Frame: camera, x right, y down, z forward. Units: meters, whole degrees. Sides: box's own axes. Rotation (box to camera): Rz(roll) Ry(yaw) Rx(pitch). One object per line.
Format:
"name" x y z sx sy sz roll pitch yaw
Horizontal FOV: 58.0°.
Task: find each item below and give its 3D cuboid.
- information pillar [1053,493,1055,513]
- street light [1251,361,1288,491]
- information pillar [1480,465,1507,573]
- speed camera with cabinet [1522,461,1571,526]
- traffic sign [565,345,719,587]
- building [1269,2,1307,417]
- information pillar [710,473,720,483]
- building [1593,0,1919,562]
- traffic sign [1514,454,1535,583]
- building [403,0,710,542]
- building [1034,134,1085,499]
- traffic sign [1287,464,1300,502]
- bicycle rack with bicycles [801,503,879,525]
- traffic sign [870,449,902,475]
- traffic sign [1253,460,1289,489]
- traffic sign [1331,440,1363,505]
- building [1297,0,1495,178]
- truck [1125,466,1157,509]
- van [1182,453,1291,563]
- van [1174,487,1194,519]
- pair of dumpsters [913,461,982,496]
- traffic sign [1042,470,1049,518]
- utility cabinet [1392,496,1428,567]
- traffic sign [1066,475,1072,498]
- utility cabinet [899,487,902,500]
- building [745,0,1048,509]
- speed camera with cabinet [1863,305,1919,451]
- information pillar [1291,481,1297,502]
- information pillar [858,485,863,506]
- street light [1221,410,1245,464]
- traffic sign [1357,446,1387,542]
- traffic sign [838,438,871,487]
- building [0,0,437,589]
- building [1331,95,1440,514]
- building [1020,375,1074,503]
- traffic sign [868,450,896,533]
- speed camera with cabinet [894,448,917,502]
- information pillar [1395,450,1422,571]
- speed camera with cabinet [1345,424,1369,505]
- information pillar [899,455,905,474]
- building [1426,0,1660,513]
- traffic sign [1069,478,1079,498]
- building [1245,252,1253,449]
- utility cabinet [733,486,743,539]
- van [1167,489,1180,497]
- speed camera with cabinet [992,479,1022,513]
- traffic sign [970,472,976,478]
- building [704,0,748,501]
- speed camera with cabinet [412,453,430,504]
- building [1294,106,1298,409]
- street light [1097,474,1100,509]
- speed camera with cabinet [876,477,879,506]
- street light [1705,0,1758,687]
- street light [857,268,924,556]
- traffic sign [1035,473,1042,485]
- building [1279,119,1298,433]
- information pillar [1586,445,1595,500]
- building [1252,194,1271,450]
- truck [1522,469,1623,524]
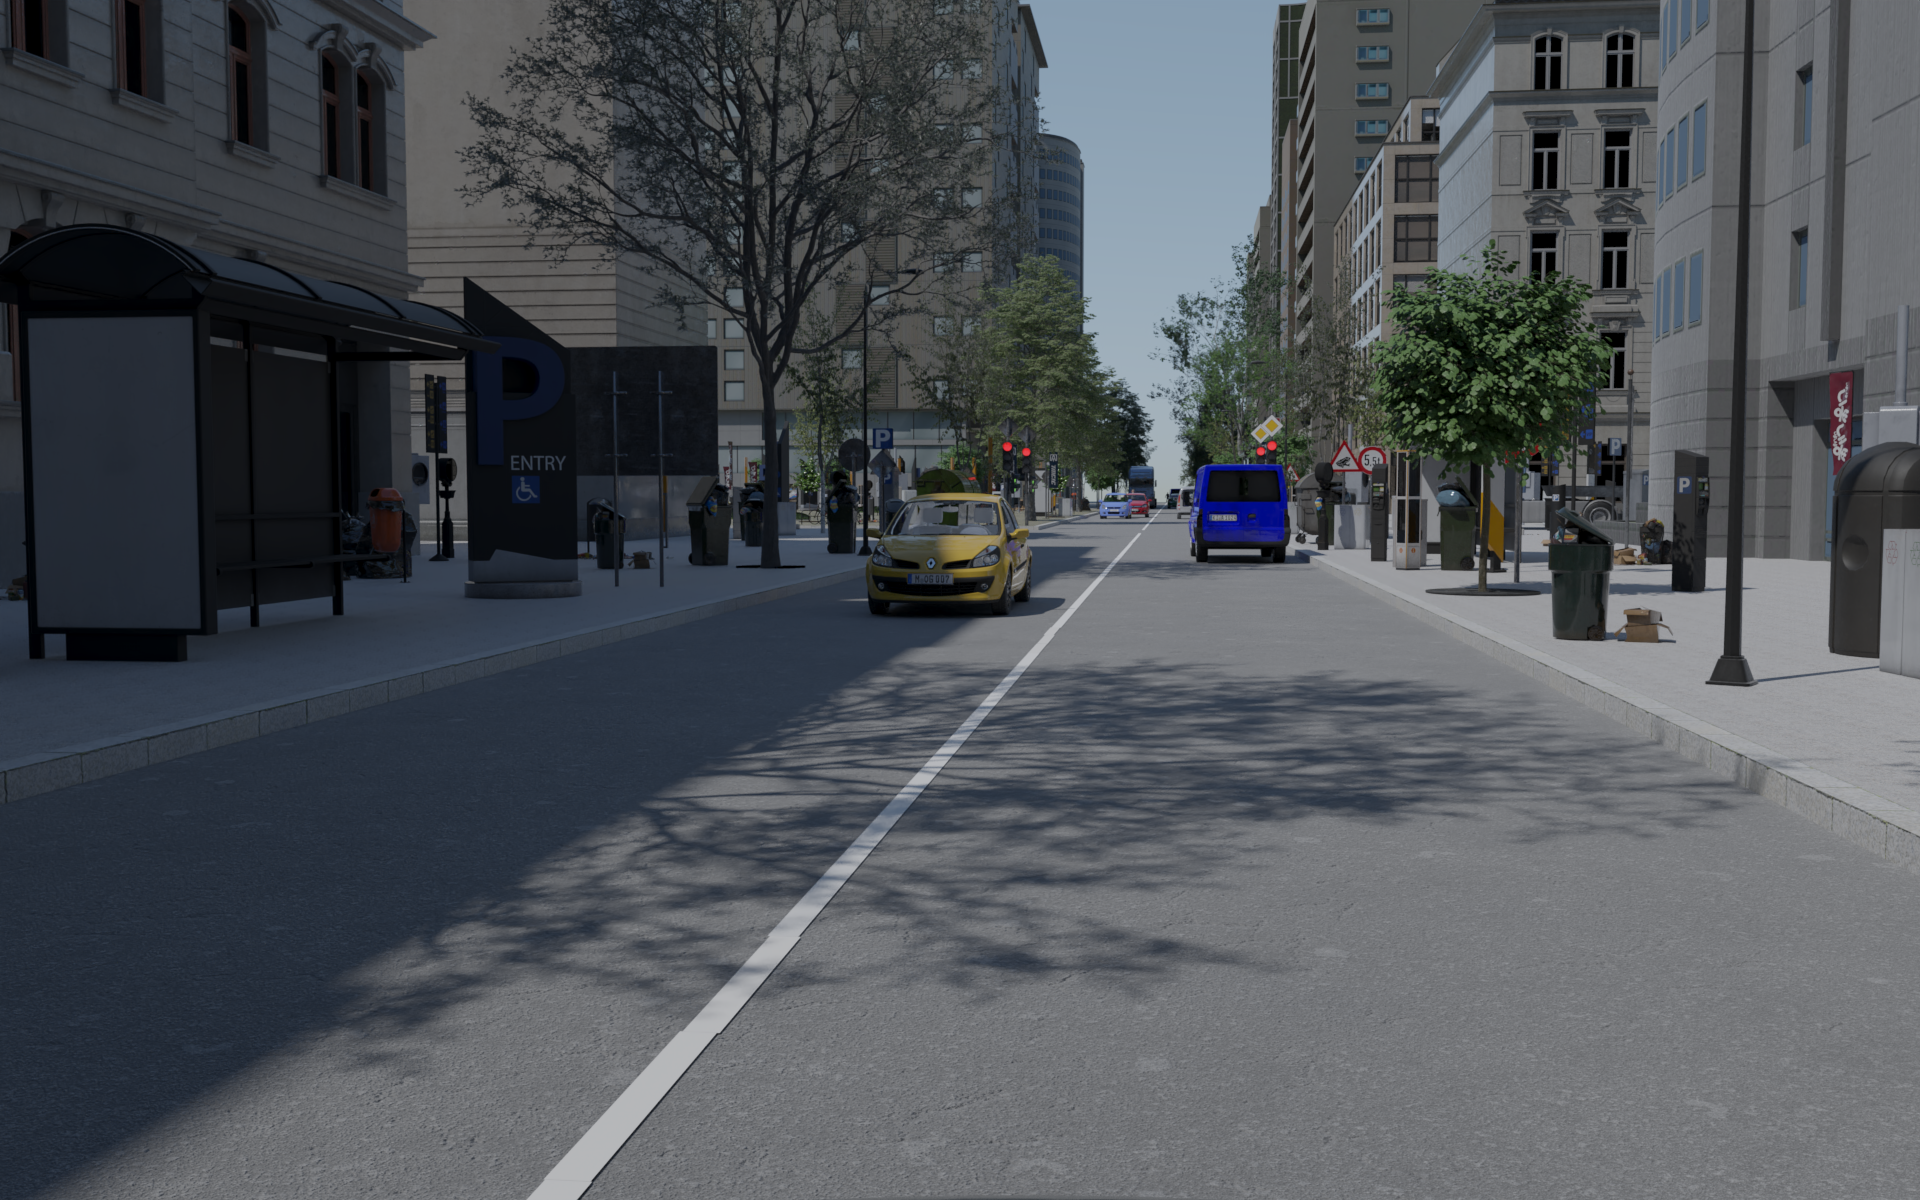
"information pillar" 6.243 -7.696 117.185 0.504 3.616 0.183 0 4 -4
"street light" 10.815 -5.373 60.382 1.470 5.913 1.316 0 4 7
"information pillar" 8.667 -2.248 28.103 0.504 3.616 0.183 -2 4 -34
"speed camera with cabinet" 23.919 -4.675 70.773 0.660 3.252 2.038 -3 5 -45
"traffic sign" -4.444 -1.837 23.902 2.265 3.308 0.079 0 4 7
"building" 53.892 -49.793 252.374 20.563 71.187 20.611 0 4 7
"information pillar" -8.623 -3.447 60.843 0.304 2.012 0.304 1 4 13
"building" 25.634 -30.081 33.832 21.231 58.520 28.212 0 4 7
"traffic sign" 8.051 -1.521 24.969 0.768 2.556 0.104 1 4 14
"building" -17.403 -12.387 51.680 18.267 20.994 9.793 0 4 7
"building" 8.732 -45.128 279.843 21.231 58.520 28.212 0 4 7
"traffic sign" 13.778 -4.422 72.309 0.884 2.594 0.081 1 4 9
"bicycle rack with bicycles" -5.241 -3.630 72.728 2.925 0.926 2.852 -2 4 -33
"traffic sign" -2.046 -2.921 47.760 0.884 2.594 0.081 0 4 7
"traffic sign" 14.957 -5.371 81.687 2.265 3.308 0.079 1 4 14
"traffic sign" 9.270 -2.558 41.834 0.884 2.594 0.081 1 4 13
"building" 41.338 -32.392 153.305 21.300 48.544 21.600 0 4 7
"truck" 18.334 -11.224 173.271 2.967 4.110 18.799 0 4 7
"van" 6.043 -2.050 37.904 2.240 2.365 5.245 0 4 6
"van" 13.375 -5.693 100.100 2.013 2.044 4.112 0 4 7
"pair of dumpsters" -0.368 -2.890 49.742 1.574 2.255 4.437 0 4 7
"traffic sign" 4.716 -5.633 92.201 0.768 2.556 0.104 1 4 16
"utility cabinet" 7.973 -1.192 30.644 0.306 1.237 1.020 2 4 33
"traffic sign" 7.505 -7.212 117.925 0.884 2.594 0.081 1 4 13
"utility cabinet" -1.992 -2.653 52.053 0.318 1.500 1.173 -1 4 -11
"building" -5.628 -36.666 188.722 28.713 52.752 27.495 0 4 7
"speed camera with cabinet" 10.558 -1.447 18.002 2.038 3.252 0.660 2 4 35
"information pillar" 15.632 -4.673 80.901 0.304 2.012 0.304 0 4 8
"information pillar" -8.033 -8.283 139.914 0.304 2.012 0.304 2 4 29
"street light" 15.133 -7.534 95.721 1.470 5.913 1.316 0 4 7
"traffic sign" 10.934 -2.807 46.004 0.768 2.556 0.104 1 4 9
"traffic sign" -2.408 -2.403 39.403 0.768 2.556 0.104 1 4 12
"building" -18.844 -14.544 25.181 14.401 28.519 23.554 0 4 7
"building" 38.104 -19.573 124.537 19.350 26.468 34.151 0 4 7
"building" 2.042 -24.957 253.079 27.650 21.520 28.899 0 4 7
"traffic sign" -2.051 -2.699 45.319 0.795 2.450 0.064 1 4 10
"speed camera with cabinet" -2.372 -4.842 73.501 0.660 3.252 2.038 -1 4 -18
"information pillar" 7.548 -1.507 29.134 0.304 2.012 0.304 -1 4 -22
"speed camera with cabinet" 10.874 -3.310 48.448 0.660 3.252 2.038 2 4 30
"information pillar" -3.498 -6.916 104.437 0.183 3.616 0.504 3 5 39
"building" 45.574 -18.641 81.203 44.131 29.872 17.030 0 4 7
"traffic sign" 7.280 -6.629 110.510 0.606 2.300 0.079 1 4 12
"building" 55.233 -37.229 292.294 14.154 41.232 14.086 0 4 7
"utility cabinet" -6.342 -2.503 49.597 0.318 1.500 1.173 0 4 -7
"van" 24.106 -11.479 192.060 2.240 2.365 5.245 0 4 5
"speed camera with cabinet" 3.185 -7.588 118.393 2.038 3.252 0.660 1 4 18
"traffic sign" 0.301 -4.436 73.712 0.795 2.450 0.064 1 4 13
"building" -8.982 -35.000 161.483 28.713 52.752 27.495 0 4 7
"speed camera with cabinet" -12.607 -2.687 38.269 0.660 3.252 2.038 1 4 23
"building" 46.430 -34.204 178.838 23.786 49.044 30.456 0 4 7
"street light" 12.287 -10.633 146.394 1.470 5.913 1.316 0 4 7
"speed camera with cabinet" -6.177 -8.884 139.585 0.660 3.252 2.038 -1 4 -19
"street light" 4.675 -2.388 11.591 1.470 5.913 1.316 0 4 7
"street light" -1.430 -3.873 35.863 1.470 5.913 1.316 0 4 7
"traffic sign" 3.886 -5.467 90.572 0.795 2.450 0.064 1 4 13
"building" 44.785 -33.746 201.862 14.600 45.320 14.200 0 4 7
"information pillar" 26.544 -4.990 72.939 0.504 3.616 0.183 -3 4 -38
"building" 57.501 -39.764 273.845 21.300 48.544 21.600 0 4 7
"truck" 26.499 -4.513 63.551 18.799 4.110 2.967 1 4 9
